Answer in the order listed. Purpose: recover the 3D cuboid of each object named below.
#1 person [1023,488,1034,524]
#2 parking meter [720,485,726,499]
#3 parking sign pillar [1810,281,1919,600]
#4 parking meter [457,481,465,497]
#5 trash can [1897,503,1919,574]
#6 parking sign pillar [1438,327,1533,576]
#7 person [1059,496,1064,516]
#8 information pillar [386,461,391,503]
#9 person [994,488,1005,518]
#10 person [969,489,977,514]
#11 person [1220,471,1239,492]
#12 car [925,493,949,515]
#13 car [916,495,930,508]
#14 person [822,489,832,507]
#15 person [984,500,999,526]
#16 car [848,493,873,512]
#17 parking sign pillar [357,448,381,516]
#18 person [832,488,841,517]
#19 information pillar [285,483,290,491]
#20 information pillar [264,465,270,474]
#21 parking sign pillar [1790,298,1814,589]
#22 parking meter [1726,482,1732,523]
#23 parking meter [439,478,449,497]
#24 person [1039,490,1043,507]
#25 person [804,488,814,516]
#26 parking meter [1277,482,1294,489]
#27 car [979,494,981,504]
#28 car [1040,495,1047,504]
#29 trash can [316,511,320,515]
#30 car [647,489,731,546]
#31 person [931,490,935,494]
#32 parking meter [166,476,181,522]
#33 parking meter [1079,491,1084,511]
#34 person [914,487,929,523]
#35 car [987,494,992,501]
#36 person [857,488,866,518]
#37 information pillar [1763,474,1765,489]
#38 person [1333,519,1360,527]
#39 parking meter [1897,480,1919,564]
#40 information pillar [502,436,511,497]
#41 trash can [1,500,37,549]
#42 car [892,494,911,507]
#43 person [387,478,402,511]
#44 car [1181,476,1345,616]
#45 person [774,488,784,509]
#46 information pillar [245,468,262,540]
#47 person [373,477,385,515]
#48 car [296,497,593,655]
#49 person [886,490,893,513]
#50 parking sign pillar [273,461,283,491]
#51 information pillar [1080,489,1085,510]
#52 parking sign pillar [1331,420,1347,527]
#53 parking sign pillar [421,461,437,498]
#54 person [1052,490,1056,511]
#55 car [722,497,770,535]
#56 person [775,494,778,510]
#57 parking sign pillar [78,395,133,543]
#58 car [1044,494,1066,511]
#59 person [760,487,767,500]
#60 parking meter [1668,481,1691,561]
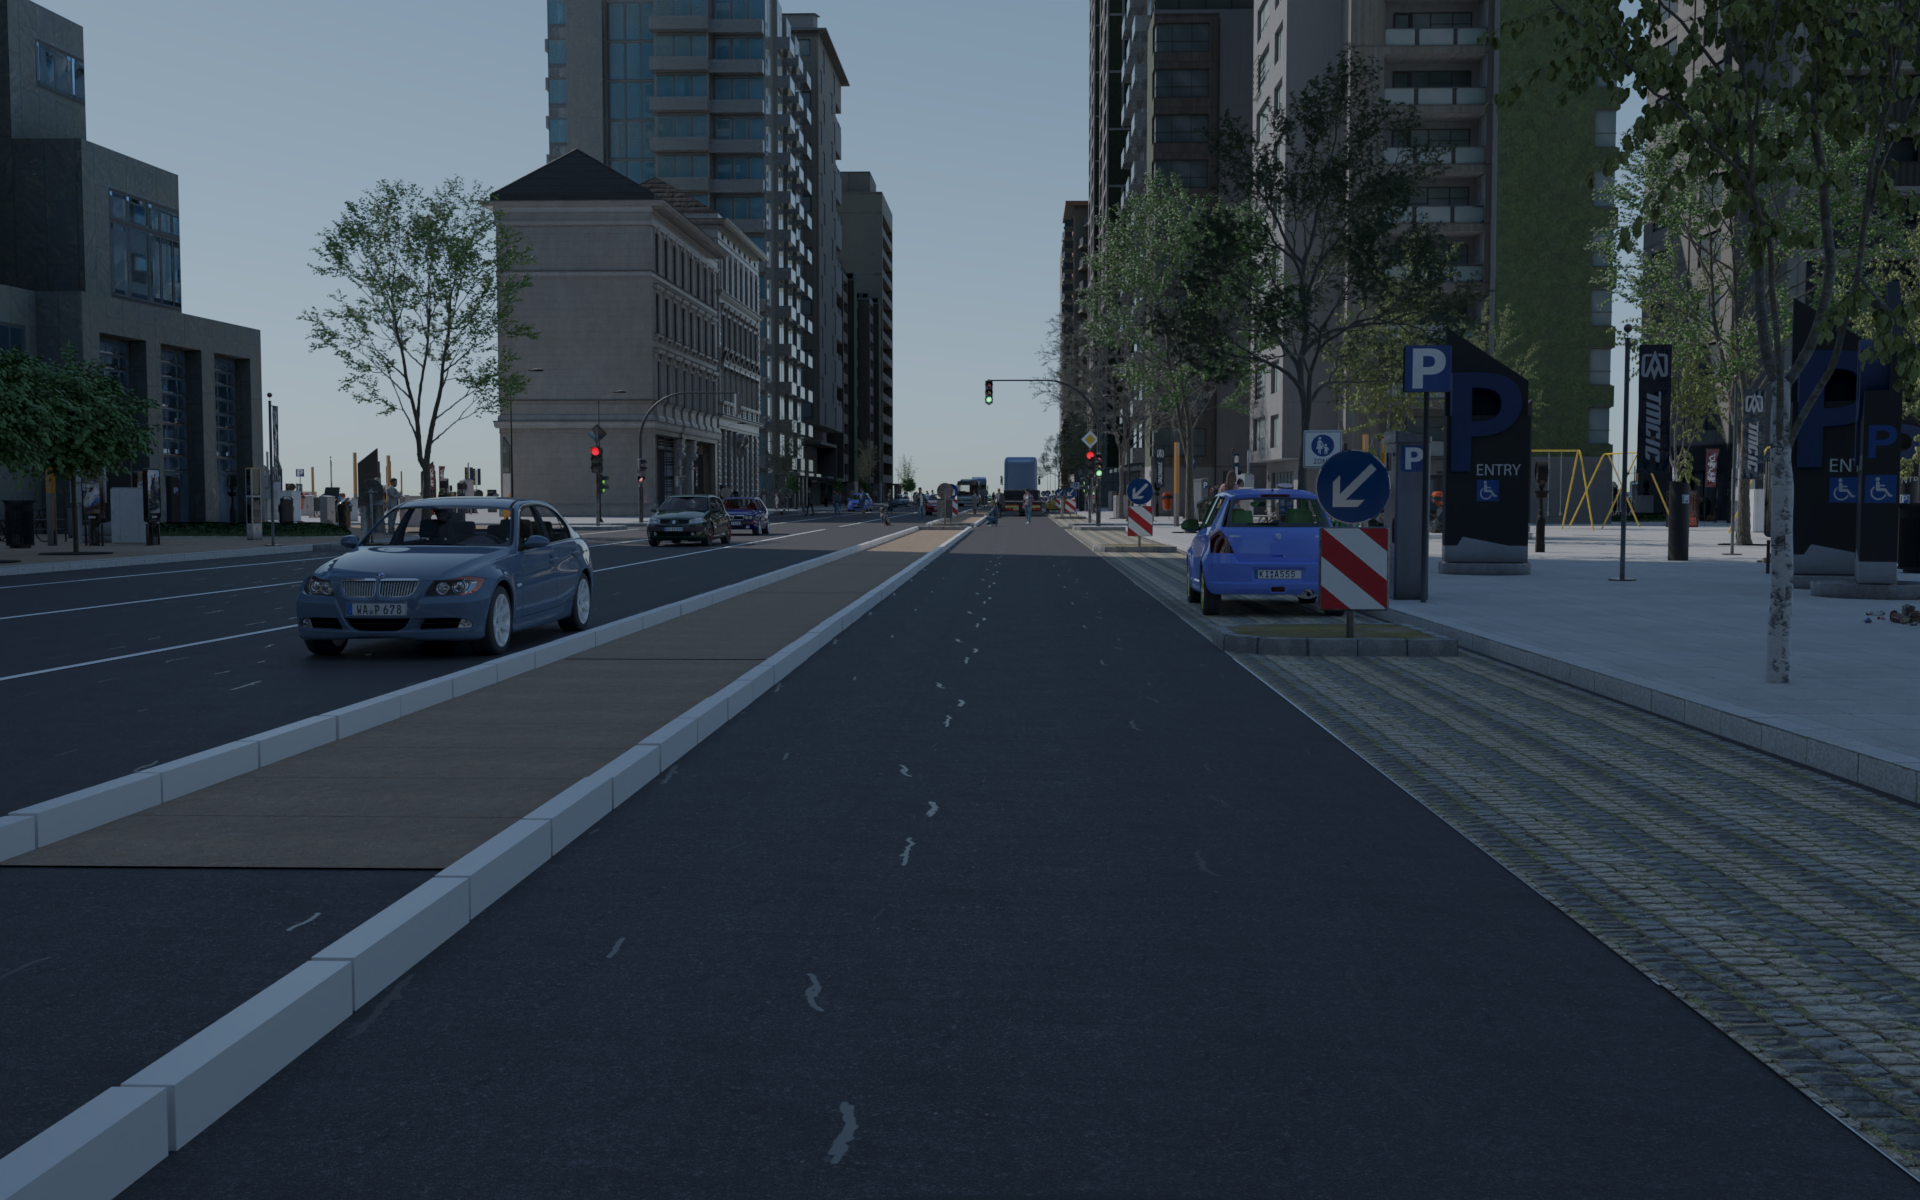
[{"bbox_3d":[3.285,-4.505,83.001,0.563,1.720,0.643,3,4,36],"label":"person"},{"bbox_3d":[-14.767,-6.253,107.944,0.255,1.863,0.399,-3,4,-38],"label":"parking meter"},{"bbox_3d":[11.442,-2.023,21.554,1.447,3.967,1.447,2,4,25],"label":"parking sign pillar"},{"bbox_3d":[-22.580,-4.446,78.409,0.255,1.863,0.399,0,4,5],"label":"parking meter"},{"bbox_3d":[15.573,-1.006,28.106,0.748,1.137,0.748,0,3,0],"label":"trash can"},{"bbox_3d":[8.461,-2.408,27.838,1.447,3.967,1.447,1,4,9],"label":"parking sign pillar"},{"bbox_3d":[6.237,-5.669,105.467,0.394,1.301,0.425,0,4,-5],"label":"person"},{"bbox_3d":[-40.321,-8.008,122.285,0.183,3.616,0.504,1,4,22],"label":"information pillar"},{"bbox_3d":[2.296,-5.675,101.677,0.661,1.777,0.834,1,4,15],"label":"person"},{"bbox_3d":[0.930,-6.859,121.220,0.524,1.755,0.480,-1,4,-16],"label":"person"},{"bbox_3d":[6.305,-2.084,40.131,0.555,1.821,0.388,1,4,13],"label":"person"},{"bbox_3d":[-1.356,-6.690,118.427,2.155,1.783,4.494,0,4,4],"label":"car"},{"bbox_3d":[-3.684,-10.619,185.983,2.083,1.381,4.827,0,4,2],"label":"car"},{"bbox_3d":[-13.317,-10.175,172.545,1.348,1.807,0.705,3,5,44],"label":"person"},{"bbox_3d":[1.349,-3.837,76.737,0.738,1.151,1.012,0,4,5],"label":"person"},{"bbox_3d":[-8.094,-8.002,140.421,1.945,1.707,3.694,0,4,4],"label":"car"},{"bbox_3d":[-34.830,-6.952,102.144,1.447,3.967,1.447,1,4,14],"label":"parking sign pillar"},{"bbox_3d":[-7.722,-6.049,107.754,0.721,1.781,0.623,-2,4,-29],"label":"person"},{"bbox_3d":[-45.840,-6.957,118.238,0.304,2.012,0.304,0,4,6],"label":"information pillar"},{"bbox_3d":[-55.531,-9.018,138.799,0.504,3.616,0.183,1,4,17],"label":"information pillar"},{"bbox_3d":[12.008,-2.146,23.561,1.447,3.967,1.447,1,4,21],"label":"parking sign pillar"},{"bbox_3d":[33.730,-4.281,75.701,0.399,1.863,0.255,0,4,5],"label":"parking meter"},{"bbox_3d":[-18.913,-3.536,63.528,0.255,1.863,0.399,0,4,1],"label":"parking meter"},{"bbox_3d":[6.593,-8.335,145.255,0.515,1.767,0.782,-1,4,-22],"label":"person"},{"bbox_3d":[-9.888,-6.433,113.457,0.755,1.850,0.659,2,4,25],"label":"person"},{"bbox_3d":[7.082,-1.795,37.752,0.372,1.533,0.369,0,3,0],"label":"parking meter"},{"bbox_3d":[1.935,-14.624,247.773,2.281,1.827,5.304,0,4,1],"label":"car"},{"bbox_3d":[10.184,-12.203,212.099,1.945,1.354,3.894,0,4,3],"label":"car"},{"bbox_3d":[-35.539,-5.181,96.359,0.748,1.137,0.748,0,3,0],"label":"trash can"},{"bbox_3d":[-7.632,-2.397,48.980,2.009,1.686,4.222,0,4,4],"label":"car"},{"bbox_3d":[-2.164,-8.118,141.576,0.444,1.785,0.601,3,4,37],"label":"person"},{"bbox_3d":[-25.259,-3.053,55.634,0.255,1.863,0.399,2,4,25],"label":"parking meter"},{"bbox_3d":[9.050,-7.373,128.954,0.372,1.533,0.369,0,3,0],"label":"parking meter"},{"bbox_3d":[-1.975,-4.759,86.651,0.623,1.781,0.721,-3,4,-37],"label":"person"},{"bbox_3d":[4.550,-17.389,293.097,1.959,1.807,4.718,0,4,1],"label":"car"},{"bbox_3d":[-5.852,-5.871,104.509,0.654,1.822,0.581,-3,4,-37],"label":"person"},{"bbox_3d":[30.098,-3.667,64.455,0.304,2.012,0.304,-3,5,-44],"label":"information pillar"},{"bbox_3d":[8.175,-1.848,36.506,0.600,1.795,0.529,-2,4,-29],"label":"person"},{"bbox_3d":[17.371,-1.431,31.813,0.372,1.533,0.369,0,3,0],"label":"parking meter"},{"bbox_3d":[-18.280,-4.804,69.894,0.504,3.616,0.183,3,5,43],"label":"information pillar"},{"bbox_3d":[-22.244,-1.793,40.965,0.748,1.137,0.748,0,3,0],"label":"trash can"},{"bbox_3d":[-6.443,-10.950,191.042,2.014,1.417,4.499,0,4,3],"label":"car"},{"bbox_3d":[-18.012,-2.997,55.219,0.466,1.800,0.511,0,4,-4],"label":"person"},{"bbox_3d":[3.755,-0.734,21.600,1.945,1.707,3.694,0,4,3],"label":"car"},{"bbox_3d":[-15.496,-8.711,148.436,0.822,1.834,0.622,0,4,-2],"label":"person"},{"bbox_3d":[-19.688,-2.679,48.286,0.304,2.012,0.304,3,4,38],"label":"information pillar"},{"bbox_3d":[-18.310,-2.950,54.465,0.537,1.800,0.526,2,4,25],"label":"person"},{"bbox_3d":[-4.870,-0.304,16.968,2.014,1.417,4.499,0,4,3],"label":"car"},{"bbox_3d":[-5.335,-7.523,131.919,0.576,1.772,0.534,2,4,34],"label":"person"},{"bbox_3d":[-50.147,-8.492,127.310,1.447,3.967,1.447,-2,4,-33],"label":"parking sign pillar"},{"bbox_3d":[9.646,-8.087,136.709,0.304,2.012,0.304,3,5,41],"label":"information pillar"},{"bbox_3d":[13.732,-4.549,62.846,1.447,3.967,1.447,0,4,3],"label":"parking sign pillar"},{"bbox_3d":[-44.033,-9.482,143.496,1.447,3.967,1.447,2,4,25],"label":"parking sign pillar"},{"bbox_3d":[8.004,-8.478,147.470,0.716,1.782,0.532,-1,4,-15],"label":"person"},{"bbox_3d":[-7.775,-2.978,61.274,1.945,1.354,3.894,0,4,1],"label":"car"},{"bbox_3d":[-14.828,-7.932,140.010,0.394,1.301,0.425,-3,5,-40],"label":"person"},{"bbox_3d":[-22.733,-3.519,46.013,1.447,3.967,1.447,-1,4,-20],"label":"parking sign pillar"},{"bbox_3d":[7.657,-7.761,137.108,2.015,1.641,3.980,0,4,1],"label":"car"},{"bbox_3d":[-16.255,-8.408,143.291,0.659,1.850,0.755,0,4,-6],"label":"person"},{"bbox_3d":[13.846,-1.526,33.353,0.372,1.533,0.369,0,3,0],"label":"parking meter"}]
